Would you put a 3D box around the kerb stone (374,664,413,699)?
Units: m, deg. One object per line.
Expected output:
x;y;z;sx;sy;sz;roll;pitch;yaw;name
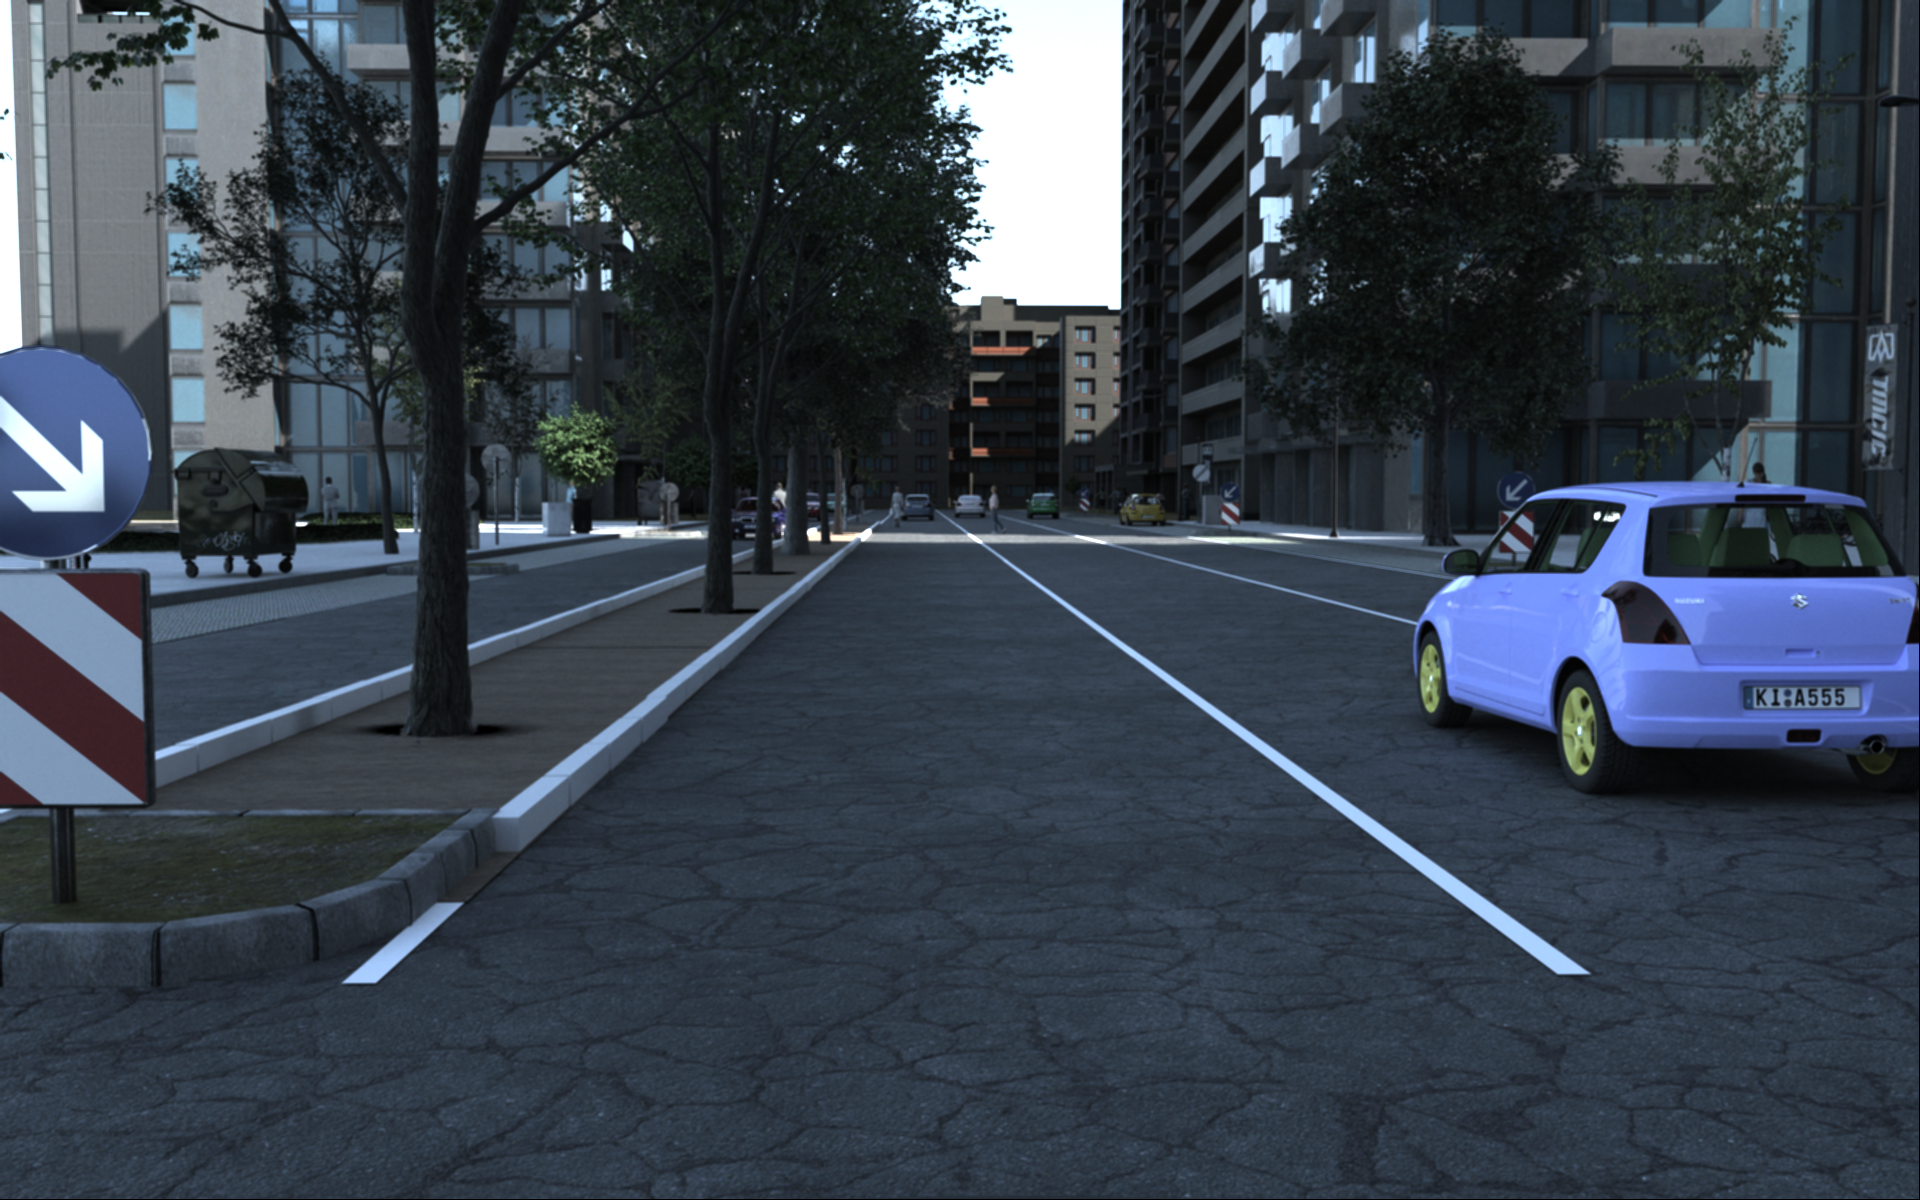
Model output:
-4.059;0.601;12.447;0.120;0.150;1.000;0;4;-2;kerb stone

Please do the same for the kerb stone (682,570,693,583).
-4.466;-0.346;27.850;0.120;0.150;1.000;0;4;-2;kerb stone

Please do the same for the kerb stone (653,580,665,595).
-4.383;-0.157;24.766;0.120;0.150;1.000;0;4;-2;kerb stone

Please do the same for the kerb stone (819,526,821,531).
-5.476;-2.660;65.784;0.120;0.150;1.000;0;4;-2;kerb stone

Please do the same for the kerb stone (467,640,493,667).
-4.112;0.471;14.492;0.120;0.150;1.000;0;4;-2;kerb stone

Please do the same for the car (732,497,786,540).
-6.419;-2.618;55.389;1.945;1.354;3.894;0;4;-1;car

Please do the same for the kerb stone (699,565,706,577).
-4.522;-0.472;29.909;0.120;0.150;1.000;0;4;-2;kerb stone

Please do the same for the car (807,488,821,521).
-8.190;-5.101;92.447;2.155;1.783;4.494;0;4;-1;car

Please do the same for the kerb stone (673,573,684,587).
-4.440;-0.280;26.828;0.120;0.150;1.000;0;4;-2;kerb stone

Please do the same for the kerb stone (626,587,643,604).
-4.330;-0.031;22.708;0.120;0.150;1.000;0;4;-2;kerb stone

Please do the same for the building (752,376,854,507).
-25.465;-20.581;181.544;28.899;21.520;27.650;0;4;-2;building

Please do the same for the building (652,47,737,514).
-27.569;-30.431;121.250;21.300;48.544;21.600;0;4;-2;building

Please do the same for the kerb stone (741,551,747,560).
-4.715;-0.911;37.089;0.120;0.150;1.000;0;4;-2;kerb stone

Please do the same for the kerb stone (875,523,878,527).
-3.485;-2.919;69.924;0.120;0.150;1.000;0;4;-2;kerb stone

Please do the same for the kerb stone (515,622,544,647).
-4.166;0.350;16.536;0.120;0.150;1.000;0;4;-2;kerb stone

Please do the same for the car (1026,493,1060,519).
4.873;-5.689;101.816;1.959;1.807;4.718;0;3;0;car

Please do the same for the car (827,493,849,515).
-8.352;-6.539;115.703;1.959;1.807;4.718;0;4;-2;car

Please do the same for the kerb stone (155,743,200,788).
-3.948;0.849;8.355;0.120;0.150;1.000;0;4;-2;kerb stone

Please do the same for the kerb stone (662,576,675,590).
-4.415;-0.219;25.796;0.120;0.150;1.000;0;4;-2;kerb stone

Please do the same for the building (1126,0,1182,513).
23.918;-28.374;118.538;22.147;44.769;28.867;0;4;-2;building

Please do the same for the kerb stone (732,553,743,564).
-4.692;-0.848;36.067;0.120;0.150;1.000;0;4;-2;kerb stone

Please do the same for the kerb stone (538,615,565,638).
-4.191;0.284;17.560;0.120;0.150;1.000;0;4;-2;kerb stone

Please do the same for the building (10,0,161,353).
-68.448;-28.227;145.103;14.086;41.232;14.154;0;4;-2;building

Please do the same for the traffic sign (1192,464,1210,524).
10.258;-4.503;73.733;0.768;2.556;0.104;0;4;2;traffic sign

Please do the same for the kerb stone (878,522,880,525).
-3.564;-3.107;73.000;0.120;0.150;1.000;0;4;-2;kerb stone

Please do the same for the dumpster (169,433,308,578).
-11.348;-1.516;27.284;1.502;2.255;1.985;0;4;-1;dumpster

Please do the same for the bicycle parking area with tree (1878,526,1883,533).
25.095;-3.499;44.219;8.231;4.147;9.016;-3;5;-42;bicycle parking area with tree

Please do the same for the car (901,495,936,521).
-2.306;-5.074;94.967;2.014;1.417;4.499;0;3;0;car

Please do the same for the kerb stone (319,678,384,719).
-4.034;0.659;11.425;0.120;0.150;1.000;0;4;-2;kerb stone

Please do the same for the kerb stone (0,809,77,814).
-3.924;0.909;7.329;0.120;0.150;1.000;0;4;-2;kerb stone

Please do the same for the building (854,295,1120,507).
4.041;-20.587;181.636;28.899;21.520;27.650;0;4;-2;building

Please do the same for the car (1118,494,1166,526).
8.209;-4.149;78.061;2.015;1.641;3.980;0;4;-1;car

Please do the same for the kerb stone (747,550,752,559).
-4.740;-0.974;38.112;0.120;0.150;1.000;0;4;-2;kerb stone

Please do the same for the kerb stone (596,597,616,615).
-4.284;0.095;20.644;0.120;0.150;1.000;0;4;-2;kerb stone

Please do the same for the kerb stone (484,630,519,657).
-4.147;0.409;15.514;0.120;0.150;1.000;0;4;-2;kerb stone

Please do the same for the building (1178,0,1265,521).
24.122;-28.717;93.233;21.300;48.544;21.600;0;4;-2;building

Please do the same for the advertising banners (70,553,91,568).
-11.330;-1.587;22.133;0.090;3.025;2.074;-2;4;-34;advertising banners

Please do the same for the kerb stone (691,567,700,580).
-4.498;-0.409;28.877;0.120;0.150;1.000;0;4;-2;kerb stone

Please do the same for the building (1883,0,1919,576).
29.245;-29.121;18.135;28.212;58.520;21.231;0;4;-2;building

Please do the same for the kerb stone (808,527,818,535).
-5.419;-2.540;63.740;0.120;0.150;1.000;0;4;-2;kerb stone

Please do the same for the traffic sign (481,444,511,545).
-11.724;-2.672;43.795;0.768;2.556;0.104;0;4;0;traffic sign

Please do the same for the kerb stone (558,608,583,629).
-4.227;0.221;18.585;0.120;0.150;1.000;0;4;-2;kerb stone

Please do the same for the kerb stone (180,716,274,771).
-3.977;0.784;9.380;0.120;0.150;1.000;0;4;-2;kerb stone

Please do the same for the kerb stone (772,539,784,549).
-4.975;-1.532;47.344;0.120;0.150;1.000;0;4;-2;kerb stone

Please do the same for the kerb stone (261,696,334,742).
-4.004;0.724;10.402;0.120;0.150;1.000;0;4;-2;kerb stone

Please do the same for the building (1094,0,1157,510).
22.531;-43.108;143.072;20.563;71.187;20.611;0;4;-2;building

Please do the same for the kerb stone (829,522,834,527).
-5.831;-3.481;79.104;0.120;0.150;1.000;0;4;-2;kerb stone

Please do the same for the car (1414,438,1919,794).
3.755;0.000;9.598;1.945;1.707;3.694;0;4;-2;car

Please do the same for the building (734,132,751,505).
-31.824;-36.743;142.750;28.212;58.520;21.231;0;4;-2;building

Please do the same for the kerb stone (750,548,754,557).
-4.765;-1.034;39.141;0.120;0.150;1.000;0;4;-2;kerb stone

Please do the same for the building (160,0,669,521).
-28.473;-29.090;95.222;23.786;49.044;30.456;0;4;-2;building

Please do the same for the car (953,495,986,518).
0.610;-5.789;107.014;2.083;1.381;4.827;0;4;0;car

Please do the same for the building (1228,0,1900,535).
23.761;-27.314;66.193;23.786;49.044;30.456;0;4;-2;building

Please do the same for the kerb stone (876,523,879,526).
-3.509;-2.982;70.947;0.120;0.150;1.000;0;4;-2;kerb stone

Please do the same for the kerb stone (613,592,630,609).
-4.307;0.039;21.674;0.120;0.150;1.000;0;4;-2;kerb stone

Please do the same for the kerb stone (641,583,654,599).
-4.358;-0.094;23.732;0.120;0.150;1.000;0;4;-2;kerb stone

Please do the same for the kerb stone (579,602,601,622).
-4.247;0.158;19.617;0.120;0.150;1.000;0;4;-2;kerb stone

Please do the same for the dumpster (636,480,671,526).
-12.543;-3.989;70.984;1.264;1.857;1.865;0;4;-2;dumpster
